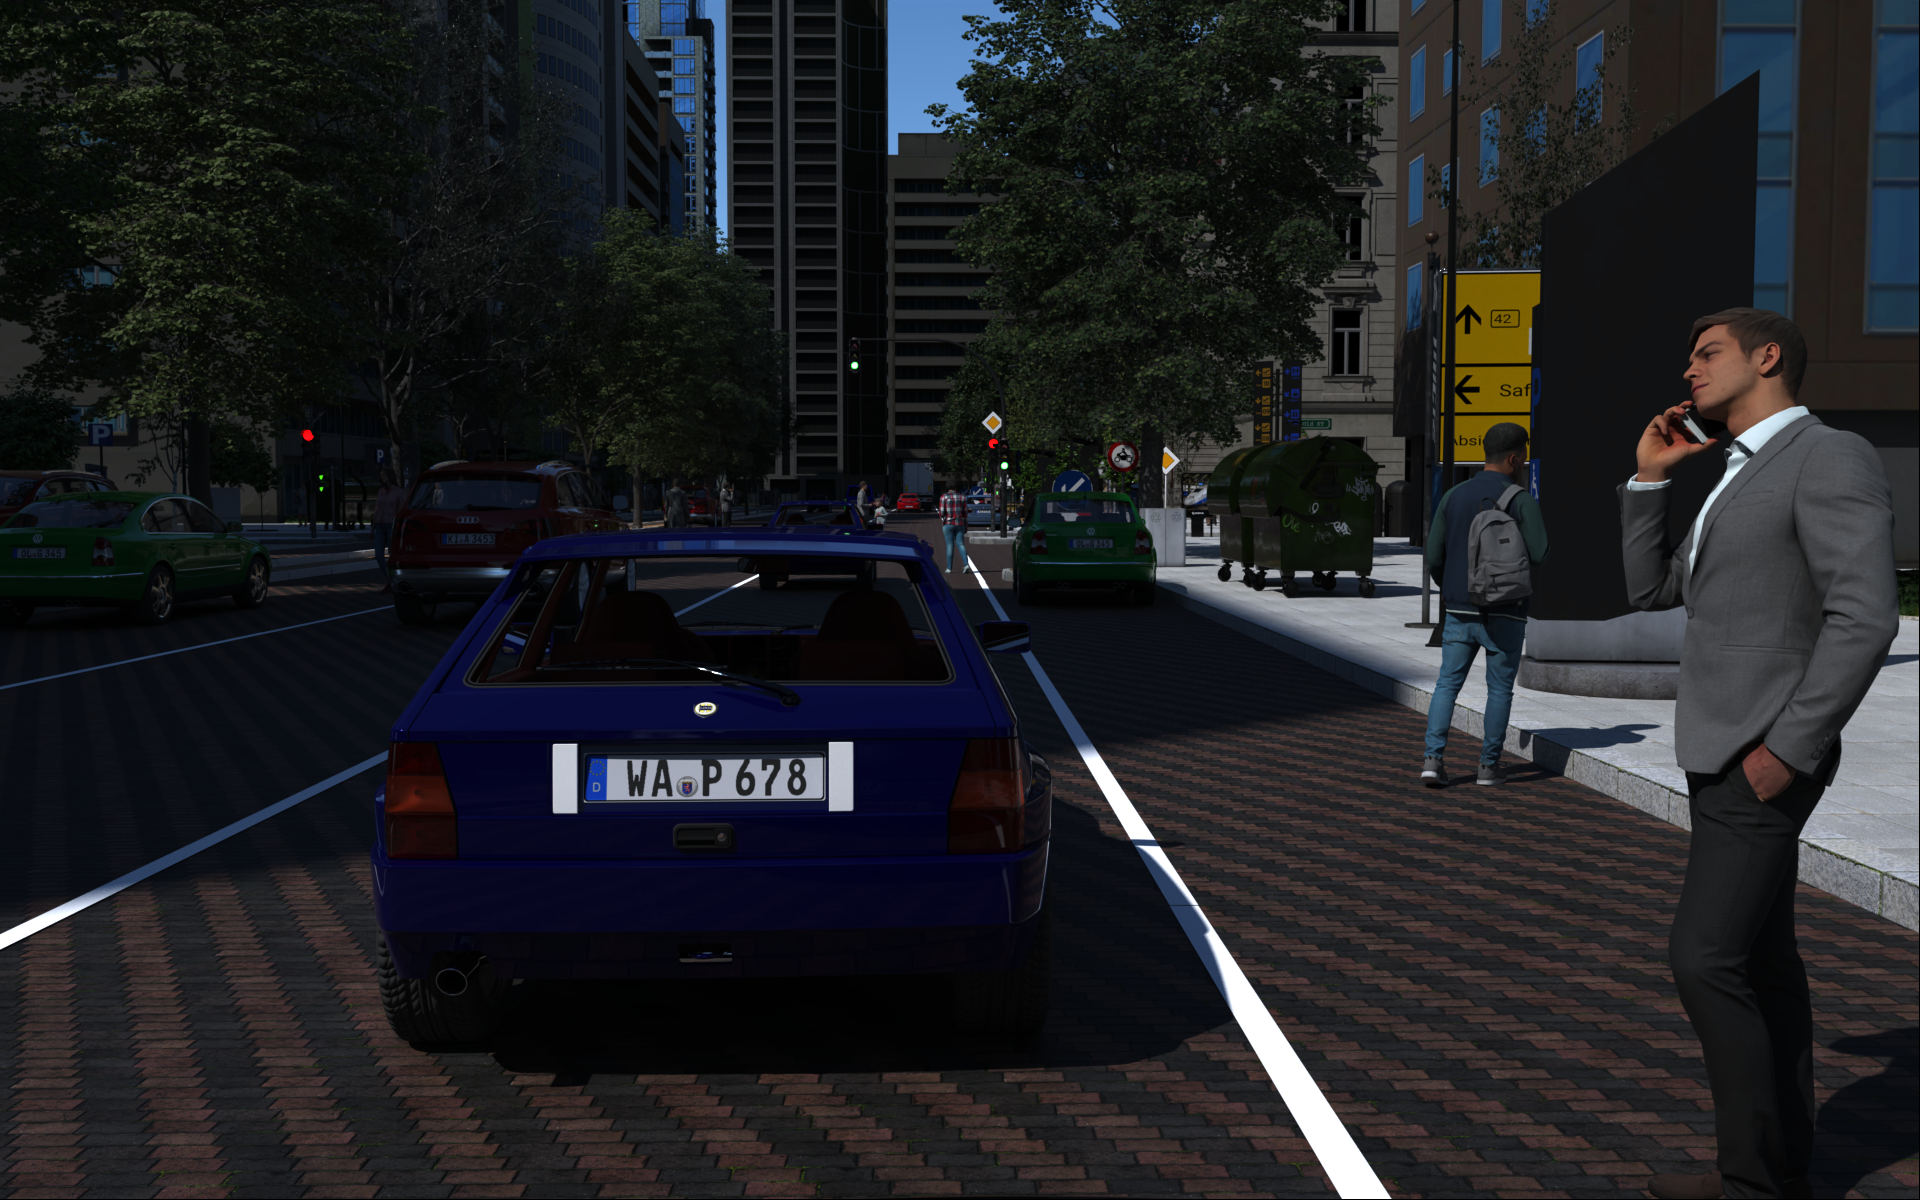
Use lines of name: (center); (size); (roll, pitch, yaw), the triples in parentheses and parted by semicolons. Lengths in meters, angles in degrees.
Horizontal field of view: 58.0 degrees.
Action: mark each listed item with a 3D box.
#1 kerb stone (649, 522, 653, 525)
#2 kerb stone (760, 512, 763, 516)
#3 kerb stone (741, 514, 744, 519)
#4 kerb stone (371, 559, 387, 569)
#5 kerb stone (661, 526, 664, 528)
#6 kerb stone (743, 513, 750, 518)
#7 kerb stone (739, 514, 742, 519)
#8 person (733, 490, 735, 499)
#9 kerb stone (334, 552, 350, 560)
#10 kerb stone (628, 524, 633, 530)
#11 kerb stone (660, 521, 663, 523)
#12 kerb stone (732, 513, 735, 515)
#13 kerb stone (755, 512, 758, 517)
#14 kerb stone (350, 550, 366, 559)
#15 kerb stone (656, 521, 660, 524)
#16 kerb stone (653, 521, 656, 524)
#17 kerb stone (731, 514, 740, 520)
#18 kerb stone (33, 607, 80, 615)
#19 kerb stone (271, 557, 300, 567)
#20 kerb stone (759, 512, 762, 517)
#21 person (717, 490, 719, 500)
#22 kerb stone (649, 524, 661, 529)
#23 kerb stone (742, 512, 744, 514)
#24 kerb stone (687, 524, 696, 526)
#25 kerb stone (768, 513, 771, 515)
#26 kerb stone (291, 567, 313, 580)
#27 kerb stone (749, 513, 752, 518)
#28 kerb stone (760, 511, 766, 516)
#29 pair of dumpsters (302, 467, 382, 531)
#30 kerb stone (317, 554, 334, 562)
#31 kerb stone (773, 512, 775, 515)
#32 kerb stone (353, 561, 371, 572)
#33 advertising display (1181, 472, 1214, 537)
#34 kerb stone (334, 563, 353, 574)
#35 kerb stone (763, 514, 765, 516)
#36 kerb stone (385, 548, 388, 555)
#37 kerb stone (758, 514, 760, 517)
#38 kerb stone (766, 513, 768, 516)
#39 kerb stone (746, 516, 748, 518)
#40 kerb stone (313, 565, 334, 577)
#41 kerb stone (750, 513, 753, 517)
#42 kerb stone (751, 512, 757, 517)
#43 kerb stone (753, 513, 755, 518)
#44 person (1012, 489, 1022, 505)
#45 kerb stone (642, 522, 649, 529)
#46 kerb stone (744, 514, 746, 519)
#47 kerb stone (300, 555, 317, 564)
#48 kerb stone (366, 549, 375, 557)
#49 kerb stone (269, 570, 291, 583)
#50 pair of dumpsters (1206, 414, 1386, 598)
kerb stone: (-14.275, -3.475, 79.028); (0.120, 0.150, 1.000); (0, 4, -1)
kerb stone: (-12.756, -5.360, 109.855); (0.120, 0.150, 1.000); (0, 4, -1)
kerb stone: (-12.542, -4.672, 98.581); (0.120, 0.150, 1.000); (0, 4, -1)
kerb stone: (-11.306, -0.679, 33.412); (0.120, 0.150, 1.000); (0, 4, -1)
kerb stone: (-11.987, -2.854, 68.852); (0.120, 0.150, 1.000); (0, 4, -1)
kerb stone: (-12.600, -4.861, 101.667); (0.120, 0.150, 1.000); (0, 4, -1)
kerb stone: (-12.528, -4.607, 97.559); (0.120, 0.150, 1.000); (0, 4, -1)
person: (-26.342, -11.890, 201.158); (1.217, 1.735, 0.721); (0, 4, 2)
kerb stone: (-13.487, -0.934, 37.509); (0.120, 0.150, 1.000); (0, 4, -1)
kerb stone: (-14.194, -3.226, 74.934); (0.120, 0.150, 1.000); (0, 4, -1)
kerb stone: (-14.328, -3.661, 82.094); (0.120, 0.150, 1.000); (0, 4, -1)
kerb stone: (-14.919, -5.547, 112.886); (0.120, 0.150, 1.000); (0, 4, -1)
kerb stone: (-12.702, -5.174, 106.782); (0.120, 0.150, 1.000); (0, 4, -1)
kerb stone: (-13.502, -0.997, 38.534); (0.120, 0.150, 1.000); (0, 4, -1)
kerb stone: (-14.310, -3.601, 81.072); (0.120, 0.150, 1.000); (0, 4, -1)
kerb stone: (-14.288, -3.527, 80.051); (0.120, 0.150, 1.000); (0, 4, -1)
kerb stone: (-12.501, -4.547, 96.537); (0.120, 0.150, 1.000); (0, 4, -1)
kerb stone: (-11.072, 0.075, 21.121); (0.120, 0.150, 1.000); (0, 4, -1)
kerb stone: (-13.421, -0.742, 34.430); (0.120, 0.150, 1.000); (0, 4, -1)
kerb stone: (-12.737, -5.290, 108.833); (0.120, 0.150, 1.000); (0, 4, -1)
person: (-27.382, -11.523, 195.173); (0.721, 1.736, 1.217); (-1, 4, -11)
kerb stone: (-11.956, -2.791, 67.823); (0.120, 0.150, 1.000); (0, 4, -1)
kerb stone: (-15.017, -5.857, 118.002); (0.120, 0.150, 1.000); (0, 4, -1)
kerb stone: (-12.155, -3.417, 78.089); (0.120, 0.150, 1.000); (0, 4, -1)
kerb stone: (-12.848, -5.675, 114.982); (0.120, 0.150, 1.000); (0, 4, -1)
kerb stone: (-11.231, -0.433, 29.316); (0.120, 0.150, 1.000); (0, 4, -1)
kerb stone: (-12.620, -4.918, 102.692); (0.120, 0.150, 1.000); (0, 4, -1)
kerb stone: (-12.795, -5.487, 111.912); (0.120, 0.150, 1.000); (0, 4, -1)
pair of dumpsters: (-22.028, -3.631, 61.862); (1.574, 2.255, 4.437); (0, 4, -1)
kerb stone: (-13.471, -0.872, 36.485); (0.120, 0.150, 1.000); (0, 4, -1)
kerb stone: (-12.899, -5.863, 118.062); (0.120, 0.150, 1.000); (0, 4, -1)
kerb stone: (-11.283, -0.623, 32.390); (0.120, 0.150, 1.000); (0, 4, -1)
advertising display: (7.094, -2.844, 51.716); (0.974, 1.923, 0.123); (0, 4, -2)
kerb stone: (-11.261, -0.561, 31.368); (0.120, 0.150, 1.000); (0, 4, -1)
kerb stone: (-12.774, -5.423, 110.886); (0.120, 0.150, 1.000); (0, 4, -1)
kerb stone: (-13.537, -1.125, 40.590); (0.120, 0.150, 1.000); (0, 4, -1)
kerb stone: (-12.713, -5.228, 107.811); (0.120, 0.150, 1.000); (0, 4, -1)
kerb stone: (-12.815, -5.546, 112.935); (0.120, 0.150, 1.000); (0, 4, -1)
kerb stone: (-12.582, -4.798, 100.642); (0.120, 0.150, 1.000); (0, 4, -1)
kerb stone: (-11.254, -0.499, 30.346); (0.120, 0.150, 1.000); (0, 4, -1)
kerb stone: (-12.643, -4.986, 103.713); (0.120, 0.150, 1.000); (0, 4, -1)
kerb stone: (-12.676, -5.111, 105.759); (0.120, 0.150, 1.000); (0, 4, -1)
kerb stone: (-12.660, -5.041, 104.738); (0.120, 0.150, 1.000); (0, 4, -1)
person: (6.543, -11.584, 195.461); (1.348, 1.821, 0.705); (0, 4, -3)
kerb stone: (-14.251, -3.410, 78.004); (0.120, 0.150, 1.000); (0, 4, -1)
kerb stone: (-12.561, -4.730, 99.611); (0.120, 0.150, 1.000); (0, 4, -1)
kerb stone: (-13.449, -0.811, 35.457); (0.120, 0.150, 1.000); (0, 4, -1)
kerb stone: (-13.520, -1.061, 39.565); (0.120, 0.150, 1.000); (0, 4, -1)
kerb stone: (-11.215, -0.373, 28.288); (0.120, 0.150, 1.000); (0, 4, -1)
pair of dumpsters: (4.444, -1.272, 23.284); (1.574, 2.255, 4.437); (0, 4, -1)
